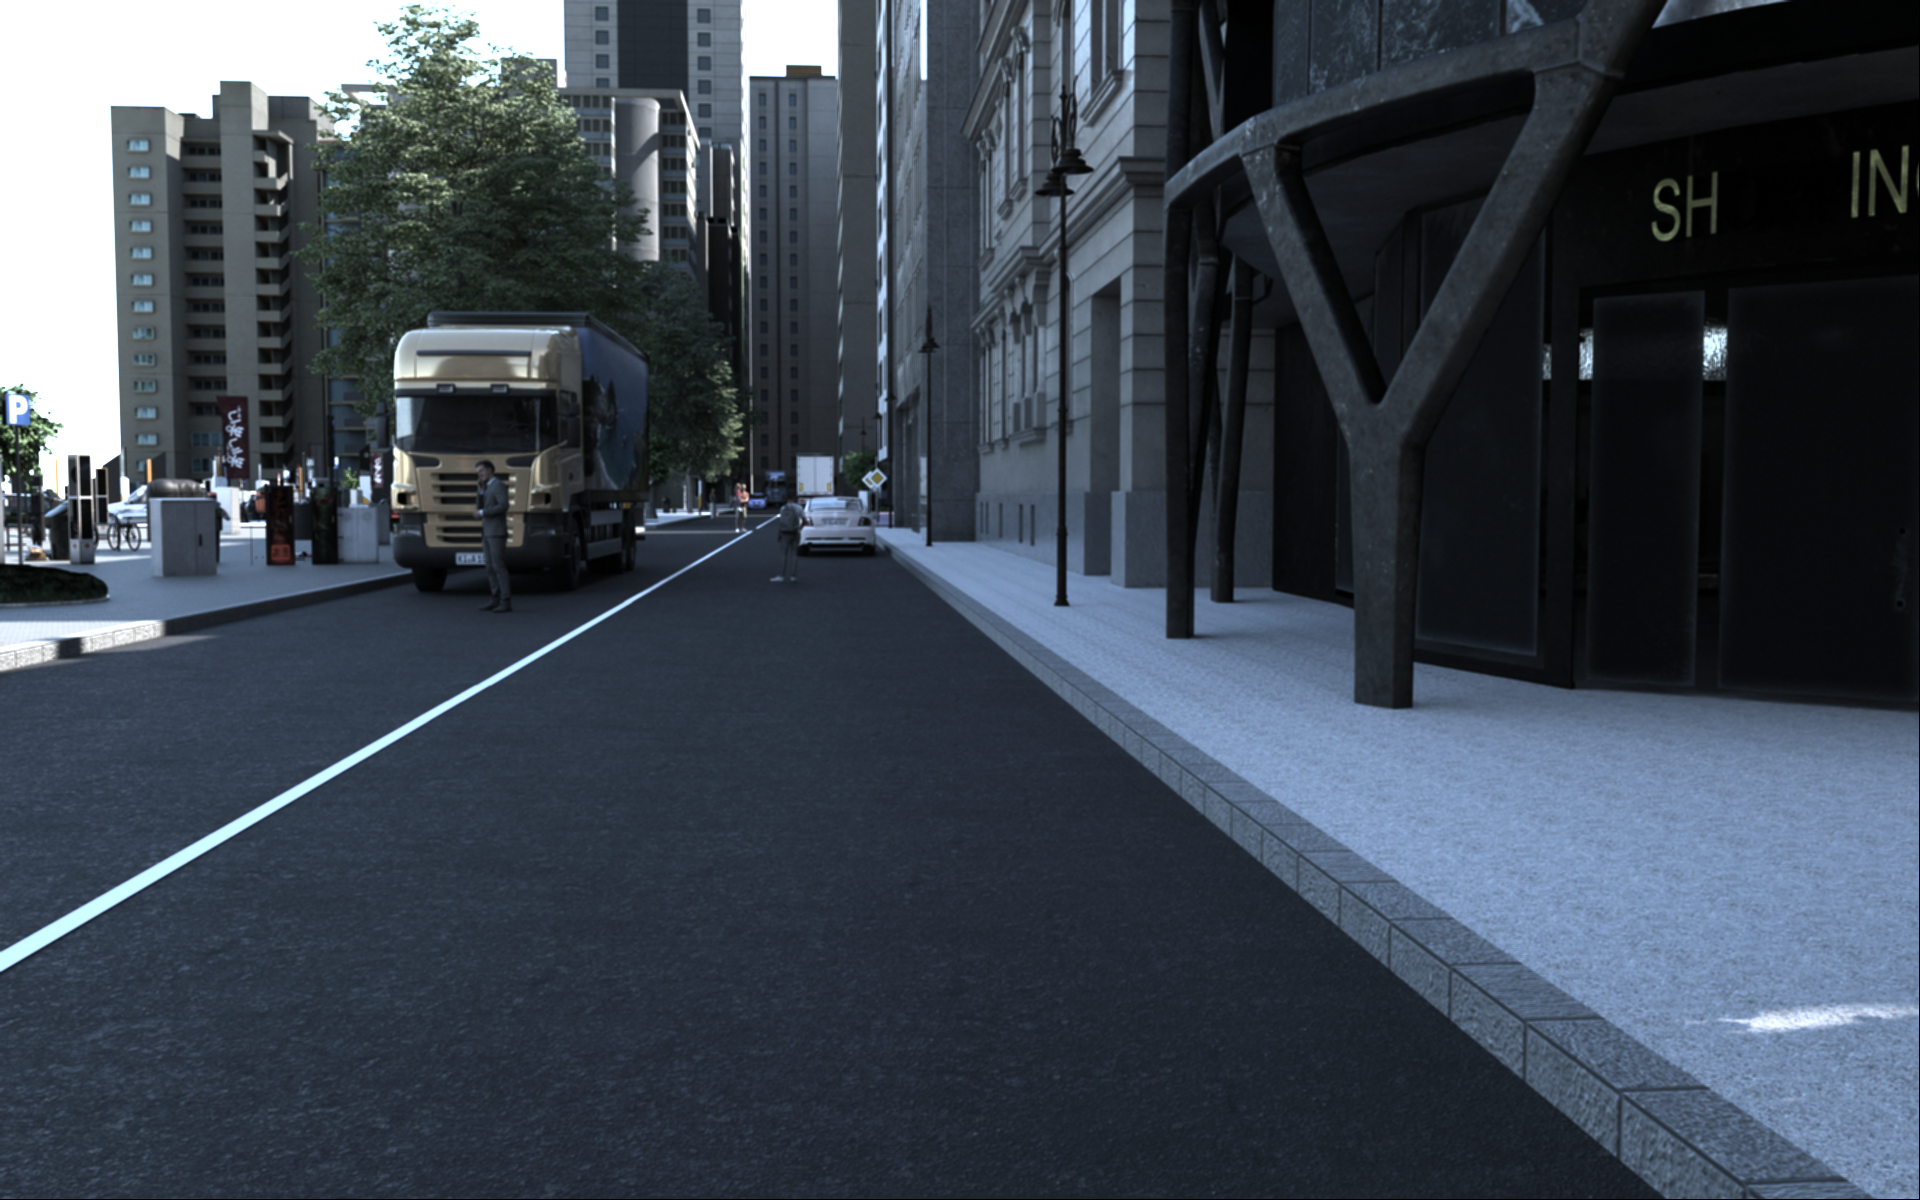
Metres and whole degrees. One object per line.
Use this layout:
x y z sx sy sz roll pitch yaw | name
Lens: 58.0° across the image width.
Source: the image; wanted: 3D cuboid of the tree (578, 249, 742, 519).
-16.043 -11.147 88.911 9.857 13.997 8.962 0 3 0 | tree

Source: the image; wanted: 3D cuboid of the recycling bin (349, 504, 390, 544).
-15.065 -1.936 44.206 0.722 1.027 0.722 2 4 29 | recycling bin

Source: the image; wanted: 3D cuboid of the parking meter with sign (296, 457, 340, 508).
-29.842 -5.171 80.802 1.738 3.016 0.543 -3 5 -45 | parking meter with sign

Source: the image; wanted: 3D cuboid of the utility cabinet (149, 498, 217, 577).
-12.266 -0.992 27.383 0.306 1.237 1.020 2 4 26 | utility cabinet

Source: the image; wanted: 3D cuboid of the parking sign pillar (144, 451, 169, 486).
-49.862 -7.280 107.503 1.447 3.967 1.447 -1 4 -8 | parking sign pillar

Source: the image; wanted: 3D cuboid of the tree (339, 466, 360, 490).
-40.986 -7.430 116.085 1.663 3.219 1.824 0 3 0 | tree

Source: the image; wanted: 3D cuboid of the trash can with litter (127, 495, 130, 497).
-63.544 -7.419 132.359 2.233 1.210 1.678 3 5 39 | trash can with litter

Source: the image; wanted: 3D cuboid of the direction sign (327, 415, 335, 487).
-18.156 -3.551 50.052 0.379 3.537 0.876 -1 4 -9 | direction sign

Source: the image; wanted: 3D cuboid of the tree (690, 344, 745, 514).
-18.165 -11.959 113.650 7.486 12.596 7.792 0 3 0 | tree

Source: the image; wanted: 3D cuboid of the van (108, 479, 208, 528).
-31.615 -3.716 67.764 4.112 2.044 2.013 0 4 -6 | van

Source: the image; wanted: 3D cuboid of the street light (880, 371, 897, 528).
-2.618 -5.645 65.076 0.468 5.910 1.993 0 4 -5 | street light

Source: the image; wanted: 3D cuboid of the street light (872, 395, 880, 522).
-3.838 -6.594 80.592 0.468 5.910 1.993 0 4 -5 | street light

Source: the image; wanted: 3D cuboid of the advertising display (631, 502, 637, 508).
-18.987 -5.773 99.607 0.123 1.923 0.974 2 4 34 | advertising display

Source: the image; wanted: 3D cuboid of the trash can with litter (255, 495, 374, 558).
-13.052 -1.482 35.292 2.233 1.210 1.678 0 4 -5 | trash can with litter

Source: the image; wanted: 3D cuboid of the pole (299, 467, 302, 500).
-50.027 -8.416 131.438 0.158 3.312 0.155 0 3 0 | pole

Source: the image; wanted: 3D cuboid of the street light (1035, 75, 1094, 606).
1.169 -2.871 19.722 0.468 5.910 1.993 0 4 -5 | street light

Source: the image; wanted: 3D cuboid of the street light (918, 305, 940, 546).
-0.760 -4.261 42.462 0.468 5.910 1.993 0 4 -5 | street light

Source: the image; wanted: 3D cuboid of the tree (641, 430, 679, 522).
-14.585 -5.885 79.941 4.285 4.588 4.351 0 3 0 | tree

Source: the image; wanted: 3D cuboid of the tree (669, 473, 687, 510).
-22.464 -11.703 141.711 4.360 8.622 3.978 0 3 0 | tree

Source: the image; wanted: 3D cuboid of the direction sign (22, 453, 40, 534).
-30.146 -3.905 55.845 0.876 3.537 0.379 -1 4 -18 | direction sign

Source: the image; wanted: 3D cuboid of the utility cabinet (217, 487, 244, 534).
-23.360 -2.854 55.346 0.318 1.500 1.173 -3 5 -43 | utility cabinet

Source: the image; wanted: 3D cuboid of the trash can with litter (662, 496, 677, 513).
-19.484 -6.423 116.397 1.055 1.170 0.624 -1 4 -10 | trash can with litter

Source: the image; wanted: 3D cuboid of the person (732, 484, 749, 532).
-8.306 -3.483 65.414 0.573 1.828 0.580 2 4 25 | person

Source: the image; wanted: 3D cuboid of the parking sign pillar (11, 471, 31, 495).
-71.211 -8.739 131.358 1.447 3.967 1.447 -1 4 -21 | parking sign pillar

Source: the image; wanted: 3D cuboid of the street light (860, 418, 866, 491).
-5.762 -7.973 103.141 0.468 5.910 1.993 0 4 -5 | street light

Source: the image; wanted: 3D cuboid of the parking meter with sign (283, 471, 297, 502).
-49.794 -8.147 129.466 0.543 3.016 1.738 1 4 13 | parking meter with sign

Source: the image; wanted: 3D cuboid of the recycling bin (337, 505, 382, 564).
-11.199 -1.198 32.144 0.722 1.027 0.722 -1 4 -23 | recycling bin

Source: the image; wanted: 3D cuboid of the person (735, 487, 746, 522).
-11.182 -4.844 87.877 0.709 1.800 0.728 2 4 26 | person

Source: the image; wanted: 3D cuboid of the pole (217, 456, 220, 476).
-40.052 -6.099 93.567 0.158 3.312 0.155 0 3 0 | pole

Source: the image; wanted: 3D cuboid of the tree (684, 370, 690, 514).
-12.467 -8.069 50.050 7.486 12.596 7.792 0 3 0 | tree

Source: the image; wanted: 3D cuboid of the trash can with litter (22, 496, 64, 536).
-28.272 -2.594 53.470 1.678 1.210 2.233 1 4 20 | trash can with litter

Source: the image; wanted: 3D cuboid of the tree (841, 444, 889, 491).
-6.176 -7.960 113.859 4.285 4.588 4.351 0 3 0 | tree

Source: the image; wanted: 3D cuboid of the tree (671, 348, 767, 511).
-19.448 -13.092 131.059 9.611 12.733 9.660 0 3 0 | tree

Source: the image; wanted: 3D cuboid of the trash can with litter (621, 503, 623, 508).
-23.342 -6.566 118.409 1.678 1.210 2.233 2 4 25 | trash can with litter

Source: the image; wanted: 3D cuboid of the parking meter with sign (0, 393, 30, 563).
-17.234 -2.089 30.420 1.738 3.016 0.543 1 4 14 | parking meter with sign

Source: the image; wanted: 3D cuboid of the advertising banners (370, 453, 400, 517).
-23.944 -4.729 73.510 2.074 3.025 0.090 0 4 -3 | advertising banners

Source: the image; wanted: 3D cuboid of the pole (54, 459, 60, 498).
-52.378 -6.522 100.479 0.158 3.312 0.155 0 3 0 | pole

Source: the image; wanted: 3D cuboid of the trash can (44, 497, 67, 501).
-39.455 -3.898 75.386 0.748 1.137 0.748 0 3 0 | trash can

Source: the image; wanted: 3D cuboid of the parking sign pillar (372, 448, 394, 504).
-32.306 -6.661 97.382 1.447 3.967 1.447 0 4 -3 | parking sign pillar

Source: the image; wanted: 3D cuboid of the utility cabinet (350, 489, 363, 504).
-27.169 -4.242 78.041 0.318 1.500 1.173 0 4 -7 | utility cabinet

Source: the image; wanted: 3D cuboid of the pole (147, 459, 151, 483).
-47.360 -6.568 101.224 0.158 3.312 0.155 0 3 0 | pole

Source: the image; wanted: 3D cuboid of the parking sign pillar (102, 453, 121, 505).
-53.845 -7.446 110.218 1.447 3.967 1.447 0 4 -3 | parking sign pillar

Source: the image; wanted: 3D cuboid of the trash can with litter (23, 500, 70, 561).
-17.520 -1.347 33.408 0.624 1.170 1.055 3 4 38 | trash can with litter

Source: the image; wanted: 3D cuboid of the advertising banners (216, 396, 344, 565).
-12.244 -2.142 31.216 2.074 3.025 0.090 -1 4 -19 | advertising banners

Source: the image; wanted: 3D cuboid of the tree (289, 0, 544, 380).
-11.805 -7.495 40.666 7.486 12.596 7.792 0 3 0 | tree

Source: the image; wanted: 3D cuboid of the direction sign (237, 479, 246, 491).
-55.820 -8.723 134.624 0.876 3.537 0.379 2 4 26 | direction sign

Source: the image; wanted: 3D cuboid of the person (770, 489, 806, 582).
-2.810 -1.057 28.373 0.523 1.515 0.503 3 4 37 | person

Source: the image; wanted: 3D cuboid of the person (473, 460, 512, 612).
-5.739 -0.786 21.157 0.447 1.846 0.655 -2 4 -35 | person

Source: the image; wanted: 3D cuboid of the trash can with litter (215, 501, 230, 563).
-13.996 -1.252 31.862 0.624 1.170 1.055 1 4 14 | trash can with litter

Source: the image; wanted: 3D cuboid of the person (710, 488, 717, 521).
-12.995 -5.037 91.405 0.362 1.759 0.519 1 4 13 | person

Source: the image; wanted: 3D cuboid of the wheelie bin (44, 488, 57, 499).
-48.827 -5.194 92.828 0.693 1.594 0.980 0 4 4 | wheelie bin
